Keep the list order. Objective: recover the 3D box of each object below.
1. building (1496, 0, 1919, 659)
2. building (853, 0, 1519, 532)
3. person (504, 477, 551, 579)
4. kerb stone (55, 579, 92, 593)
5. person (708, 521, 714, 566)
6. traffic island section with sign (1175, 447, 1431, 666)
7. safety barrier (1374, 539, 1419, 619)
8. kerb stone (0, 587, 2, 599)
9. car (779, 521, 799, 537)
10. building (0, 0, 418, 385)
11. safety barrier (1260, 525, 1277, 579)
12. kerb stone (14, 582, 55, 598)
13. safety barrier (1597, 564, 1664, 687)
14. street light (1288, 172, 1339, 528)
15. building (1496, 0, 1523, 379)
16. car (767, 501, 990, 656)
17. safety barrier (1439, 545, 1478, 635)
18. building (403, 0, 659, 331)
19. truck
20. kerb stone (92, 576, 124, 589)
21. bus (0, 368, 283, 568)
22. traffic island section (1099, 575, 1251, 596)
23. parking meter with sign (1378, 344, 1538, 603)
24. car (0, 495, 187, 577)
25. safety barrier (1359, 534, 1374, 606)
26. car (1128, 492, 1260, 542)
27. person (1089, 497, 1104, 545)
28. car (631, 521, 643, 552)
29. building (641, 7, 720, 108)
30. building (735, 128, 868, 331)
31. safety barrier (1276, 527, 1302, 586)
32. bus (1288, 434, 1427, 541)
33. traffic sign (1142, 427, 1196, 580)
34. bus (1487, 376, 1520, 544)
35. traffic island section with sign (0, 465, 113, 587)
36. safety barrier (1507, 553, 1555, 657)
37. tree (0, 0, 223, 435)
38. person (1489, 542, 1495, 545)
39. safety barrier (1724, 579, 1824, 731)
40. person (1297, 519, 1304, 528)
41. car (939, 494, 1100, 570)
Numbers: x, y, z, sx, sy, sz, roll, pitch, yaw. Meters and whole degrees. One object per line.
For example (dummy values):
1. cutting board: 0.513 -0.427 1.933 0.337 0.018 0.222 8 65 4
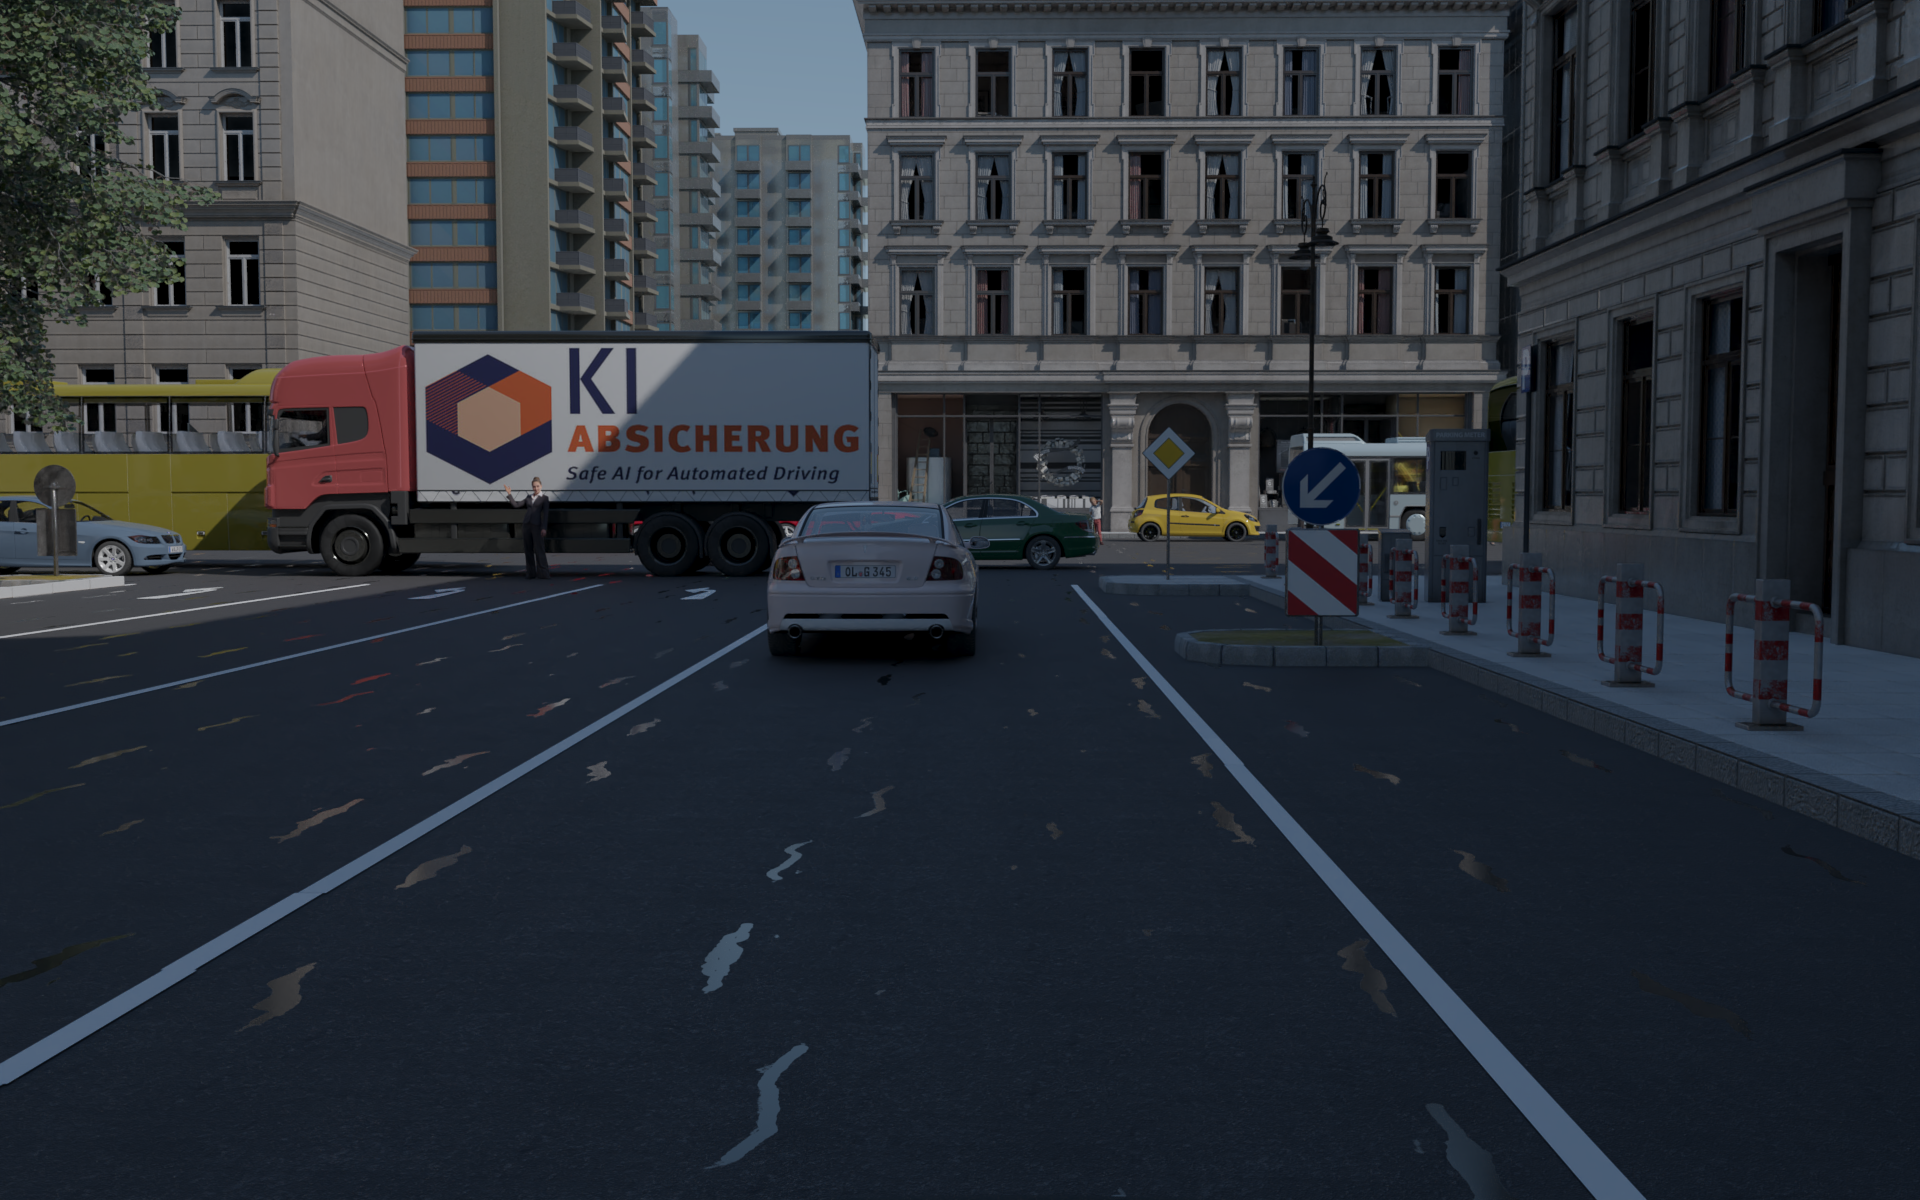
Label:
1. building: 12.219 -9.187 14.838 10.561 19.102 19.286 0 4 1
2. building: -1.713 -12.930 62.308 40.483 20.767 10.553 0 4 1
3. person: -7.278 -1.213 29.131 0.742 1.727 0.445 -1 4 -17
4. kerb stone: -13.131 -0.197 25.483 0.120 0.150 1.000 0 4 1
5. person: -4.833 -1.577 34.686 0.661 1.777 0.834 3 4 39
6. traffic island section with sign: 2.951 -0.412 15.360 1.989 1.847 2.006 0 4 1
7. safety barrier: 4.578 -0.221 17.881 0.300 0.817 1.120 0 4 1
8. kerb stone: -13.164 -0.075 23.416 0.120 0.150 1.000 0 4 1
9. car: -3.033 -2.239 45.651 4.494 1.783 2.155 0 4 2
10. building: -34.472 -16.331 64.277 25.104 27.353 12.463 0 4 1
11. safety barrier: 4.734 -0.737 26.331 0.300 0.817 1.120 0 4 1
12. kerb stone: -13.147 -0.130 24.450 0.120 0.150 1.000 0 4 1
13. safety barrier: 4.462 0.167 11.550 0.300 0.817 1.120 0 4 1
14. street light: 5.134 -3.212 25.303 0.468 5.910 1.993 0 4 1
15. building: 28.729 -14.954 62.522 19.932 24.808 12.078 0 4 1
16. car: -0.754 -0.267 16.731 2.083 1.381 4.827 0 4 1
17. safety barrier: 4.544 -0.092 15.774 0.300 0.817 1.120 0 4 1
18. building: -36.151 -29.445 136.055 22.147 44.769 28.867 0 4 1
19. truck: -7.119 -2.572 30.965 11.283 4.237 2.839 0 4 1
20. kerb stone: -13.109 -0.264 26.520 0.120 0.150 1.000 0 4 1
21. bus: -15.019 -2.632 34.584 12.252 3.916 2.896 0 4 2
22. traffic island section: 3.131 -0.223 25.919 2.009 0.180 2.903 0 4 1
23. parking meter with sign: 5.882 -1.486 20.560 1.738 3.016 0.543 0 4 7
24. car: -16.197 -1.156 30.896 4.499 1.417 2.014 0 4 1
25. safety barrier: 4.623 -0.350 19.993 0.300 0.817 1.120 0 4 1
26. car: 7.112 -2.596 52.663 3.980 1.641 2.015 0 4 1
27. person: 3.862 -2.235 48.960 0.435 1.345 0.340 1 4 11
28. car: -9.089 -2.073 42.929 4.494 1.783 2.155 0 4 -1
29. building: -39.659 -33.795 172.155 30.456 49.044 23.786 0 4 1
30. building: -26.575 -37.279 229.116 30.456 49.044 23.786 0 4 1
31. safety barrier: 4.696 -0.608 24.223 0.300 0.817 1.120 0 4 1
32. bus: 17.011 -3.593 53.601 13.247 3.499 2.948 0 4 0
33. traffic sign: 3.107 -1.358 25.842 0.795 2.450 0.064 0 4 1
34. bus: 15.860 -2.409 30.935 12.252 3.916 2.896 0 4 -1
35. traffic island section with sign: -14.153 -1.122 26.477 2.006 1.907 1.989 0 4 1
36. safety barrier: 4.498 0.037 13.668 0.300 0.817 1.120 0 4 1
37. tree: -14.224 -6.883 21.642 9.857 13.997 8.962 0 3 0
38. person: 15.033 -2.427 48.455 0.573 1.790 0.520 1 4 23
39. safety barrier: 4.420 0.296 9.439 0.300 0.817 1.120 0 4 1
40. person: 9.597 -2.384 48.276 0.445 1.727 0.742 -1 4 -19
41. car: 0.247 -1.336 33.646 4.920 1.459 2.131 0 4 2
